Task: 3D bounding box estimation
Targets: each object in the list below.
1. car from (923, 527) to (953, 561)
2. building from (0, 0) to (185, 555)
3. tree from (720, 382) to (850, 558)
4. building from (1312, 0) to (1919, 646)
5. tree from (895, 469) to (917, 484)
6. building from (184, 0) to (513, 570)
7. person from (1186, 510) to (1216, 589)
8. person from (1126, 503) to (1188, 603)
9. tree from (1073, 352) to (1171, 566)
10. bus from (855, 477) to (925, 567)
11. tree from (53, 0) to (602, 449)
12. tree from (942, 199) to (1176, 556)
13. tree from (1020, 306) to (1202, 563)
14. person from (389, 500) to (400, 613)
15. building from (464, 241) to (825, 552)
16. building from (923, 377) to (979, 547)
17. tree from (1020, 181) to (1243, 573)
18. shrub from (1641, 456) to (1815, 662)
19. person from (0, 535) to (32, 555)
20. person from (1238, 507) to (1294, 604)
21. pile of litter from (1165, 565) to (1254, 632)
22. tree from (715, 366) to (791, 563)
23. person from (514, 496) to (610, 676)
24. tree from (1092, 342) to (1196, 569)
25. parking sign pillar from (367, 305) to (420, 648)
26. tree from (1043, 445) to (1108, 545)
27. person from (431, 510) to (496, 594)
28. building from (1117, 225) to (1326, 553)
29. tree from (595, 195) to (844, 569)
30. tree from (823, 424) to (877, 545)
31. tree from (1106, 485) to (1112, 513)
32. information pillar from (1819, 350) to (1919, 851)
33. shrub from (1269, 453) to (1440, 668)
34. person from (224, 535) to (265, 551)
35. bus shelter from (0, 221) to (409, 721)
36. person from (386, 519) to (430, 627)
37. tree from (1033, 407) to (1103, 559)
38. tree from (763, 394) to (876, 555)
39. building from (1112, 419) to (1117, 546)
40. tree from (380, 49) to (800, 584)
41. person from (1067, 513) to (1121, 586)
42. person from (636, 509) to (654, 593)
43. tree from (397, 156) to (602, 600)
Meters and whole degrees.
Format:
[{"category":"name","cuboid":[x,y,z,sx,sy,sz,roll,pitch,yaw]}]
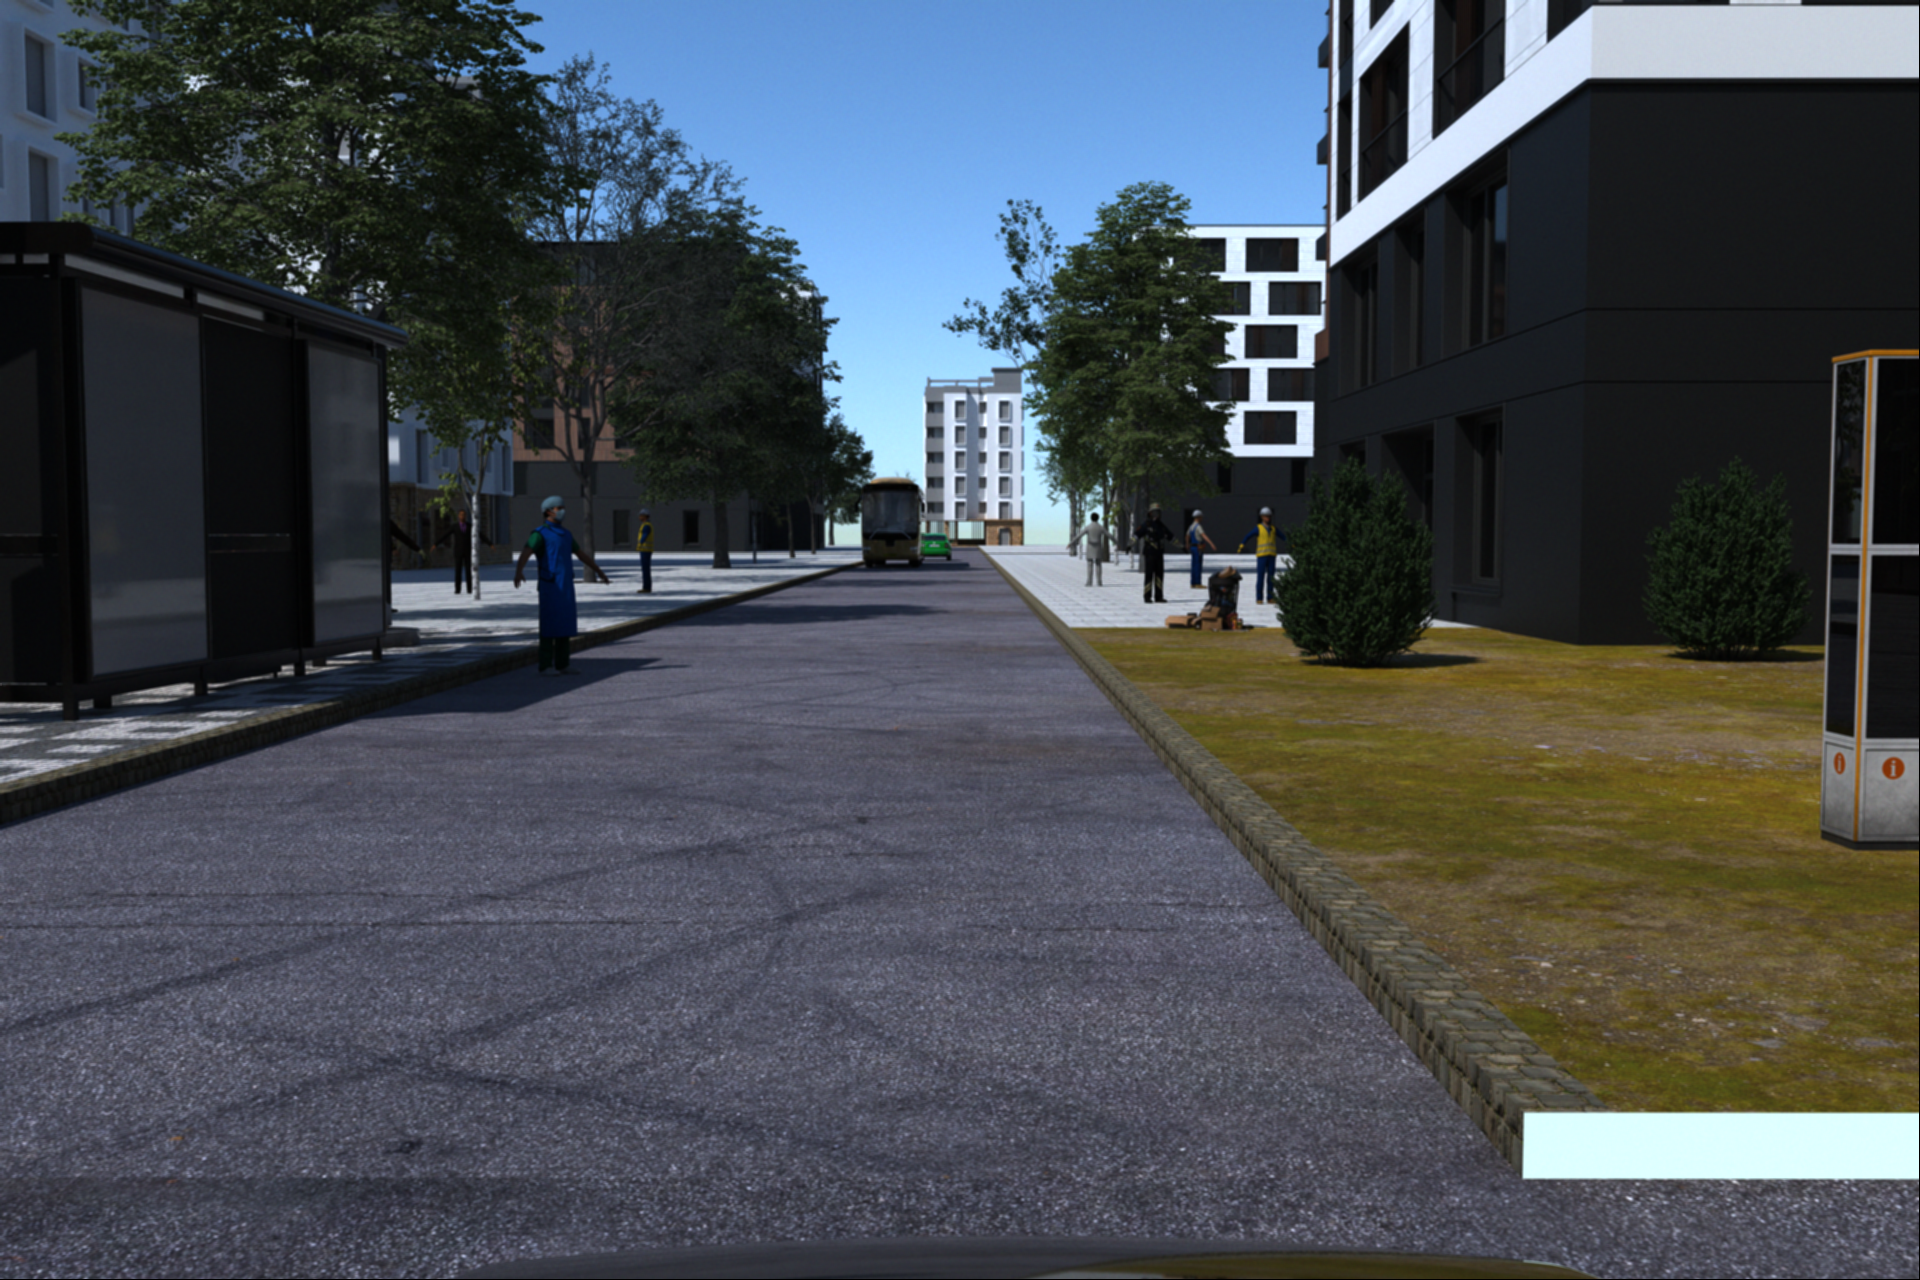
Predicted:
[{"category":"car","cuboid":[-1.350,-5.198,93.782,1.959,1.807,4.718,0,4,0]},{"category":"building","cuboid":[-27.600,-11.096,37.837,16.016,20.090,11.380,0,4,0]},{"category":"tree","cuboid":[-9.293,-9.660,92.355,7.601,10.594,8.767,0,4,3]},{"category":"building","cuboid":[21.082,-11.710,35.432,27.936,21.610,32.646,0,4,0]},{"category":"tree","cuboid":[-6.005,-14.954,194.853,4.360,8.622,3.978,0,3,0]},{"category":"building","cuboid":[-24.394,-12.590,62.272,16.016,20.090,11.380,0,4,-1]},{"category":"person","cuboid":[5.611,-2.136,40.785,0.705,1.847,1.347,-1,4,-21]},{"category":"person","cuboid":[3.633,-1.620,32.274,1.354,1.856,0.705,-2,4,-27]},{"category":"tree","cuboid":[6.135,-7.334,70.272,4.360,8.622,3.978,0,3,0]},{"category":"bus","cuboid":[-2.933,-5.294,78.110,2.896,3.916,12.252,0,4,0]},{"category":"tree","cuboid":[-9.135,-6.579,25.690,7.486,12.596,7.792,0,3,0]},{"category":"tree","cuboid":[5.132,-14.921,99.853,12.611,20.169,13.585,0,3,0]},{"category":"tree","cuboid":[6.753,-9.308,77.936,9.928,11.665,9.643,0,3,0]},{"category":"person","cuboid":[-9.384,-1.365,28.247,0.705,1.837,1.347,0,4,-7]},{"category":"building","cuboid":[-25.812,-17.947,137.402,27.936,21.610,32.646,0,4,0]},{"category":"building","cuboid":[-3.909,-20.920,200.915,11.380,20.090,16.016,0,4,0]},{"category":"tree","cuboid":[5.694,-8.465,56.528,7.486,12.596,7.792,0,3,0]},{"category":"shrub","cuboid":[7.824,-0.832,17.639,1.661,2.075,1.752,0,3,0]},{"category":"person","cuboid":[-12.274,-0.982,22.185,1.348,1.813,0.705,2,4,35]},{"category":"person","cuboid":[5.646,-1.547,31.763,1.216,1.772,0.721,-1,4,-16]},{"category":"pile of litter","cuboid":[3.376,-0.587,23.561,1.176,0.858,1.719,0,3,0]},{"category":"tree","cuboid":[-8.939,-7.658,75.575,4.360,8.622,3.978,0,3,0]},{"category":"person","cuboid":[-4.088,-0.551,17.595,0.704,1.817,1.347,2,4,29]},{"category":"tree","cuboid":[6.495,-6.958,64.128,4.737,8.622,4.395,0,3,0]},{"category":"parking sign pillar","cuboid":[-6.971,-1.918,19.828,1.447,3.967,1.447,0,4,2]},{"category":"tree","cuboid":[13.687,-16.852,201.282,9.928,11.665,9.643,0,3,0]},{"category":"person","cuboid":[-10.681,-1.898,37.251,1.346,1.802,0.704,-1,4,-20]},{"category":"building","cuboid":[25.633,-17.551,130.930,27.936,21.610,32.646,0,3,0]},{"category":"tree","cuboid":[-8.951,-9.624,64.004,9.857,13.997,8.962,0,3,0]},{"category":"tree","cuboid":[-14.381,-17.628,194.868,9.857,13.997,8.962,0,3,0]},{"category":"tree","cuboid":[18.197,-14.932,194.492,4.737,8.622,4.395,0,3,0]},{"category":"information pillar","cuboid":[3.770,-0.159,7.098,0.304,2.012,0.304,0,3,0]},{"category":"shrub","cuboid":[3.842,-0.785,16.873,1.661,2.075,1.752,0,3,0]},{"category":"person","cuboid":[-15.171,-1.823,36.602,0.721,1.733,1.217,1,4,21]},{"category":"bus shelter","cuboid":[-6.811,-2.175,13.186,2.179,5.291,8.768,0,4,2]},{"category":"person","cuboid":[-7.277,-0.942,21.537,1.346,1.812,0.704,-3,4,-37]},{"category":"tree","cuboid":[6.327,-8.386,87.481,4.360,8.622,3.978,0,3,0]},{"category":"tree","cuboid":[-9.077,-10.661,108.712,8.767,10.594,7.601,1,4,14]},{"category":"building","cuboid":[24.574,-18.436,167.879,16.747,18.905,31.486,0,3,0]},{"category":"tree","cuboid":[-9.782,-8.231,44.941,12.009,13.543,11.850,0,3,0]},{"category":"person","cuboid":[3.293,-2.221,42.493,1.347,1.806,0.705,0,4,-6]},{"category":"person","cuboid":[-6.894,-1.948,37.812,0.705,1.833,1.349,0,4,-5]},{"category":"tree","cuboid":[-9.363,-5.104,33.812,4.737,8.622,4.395,0,3,0]}]
